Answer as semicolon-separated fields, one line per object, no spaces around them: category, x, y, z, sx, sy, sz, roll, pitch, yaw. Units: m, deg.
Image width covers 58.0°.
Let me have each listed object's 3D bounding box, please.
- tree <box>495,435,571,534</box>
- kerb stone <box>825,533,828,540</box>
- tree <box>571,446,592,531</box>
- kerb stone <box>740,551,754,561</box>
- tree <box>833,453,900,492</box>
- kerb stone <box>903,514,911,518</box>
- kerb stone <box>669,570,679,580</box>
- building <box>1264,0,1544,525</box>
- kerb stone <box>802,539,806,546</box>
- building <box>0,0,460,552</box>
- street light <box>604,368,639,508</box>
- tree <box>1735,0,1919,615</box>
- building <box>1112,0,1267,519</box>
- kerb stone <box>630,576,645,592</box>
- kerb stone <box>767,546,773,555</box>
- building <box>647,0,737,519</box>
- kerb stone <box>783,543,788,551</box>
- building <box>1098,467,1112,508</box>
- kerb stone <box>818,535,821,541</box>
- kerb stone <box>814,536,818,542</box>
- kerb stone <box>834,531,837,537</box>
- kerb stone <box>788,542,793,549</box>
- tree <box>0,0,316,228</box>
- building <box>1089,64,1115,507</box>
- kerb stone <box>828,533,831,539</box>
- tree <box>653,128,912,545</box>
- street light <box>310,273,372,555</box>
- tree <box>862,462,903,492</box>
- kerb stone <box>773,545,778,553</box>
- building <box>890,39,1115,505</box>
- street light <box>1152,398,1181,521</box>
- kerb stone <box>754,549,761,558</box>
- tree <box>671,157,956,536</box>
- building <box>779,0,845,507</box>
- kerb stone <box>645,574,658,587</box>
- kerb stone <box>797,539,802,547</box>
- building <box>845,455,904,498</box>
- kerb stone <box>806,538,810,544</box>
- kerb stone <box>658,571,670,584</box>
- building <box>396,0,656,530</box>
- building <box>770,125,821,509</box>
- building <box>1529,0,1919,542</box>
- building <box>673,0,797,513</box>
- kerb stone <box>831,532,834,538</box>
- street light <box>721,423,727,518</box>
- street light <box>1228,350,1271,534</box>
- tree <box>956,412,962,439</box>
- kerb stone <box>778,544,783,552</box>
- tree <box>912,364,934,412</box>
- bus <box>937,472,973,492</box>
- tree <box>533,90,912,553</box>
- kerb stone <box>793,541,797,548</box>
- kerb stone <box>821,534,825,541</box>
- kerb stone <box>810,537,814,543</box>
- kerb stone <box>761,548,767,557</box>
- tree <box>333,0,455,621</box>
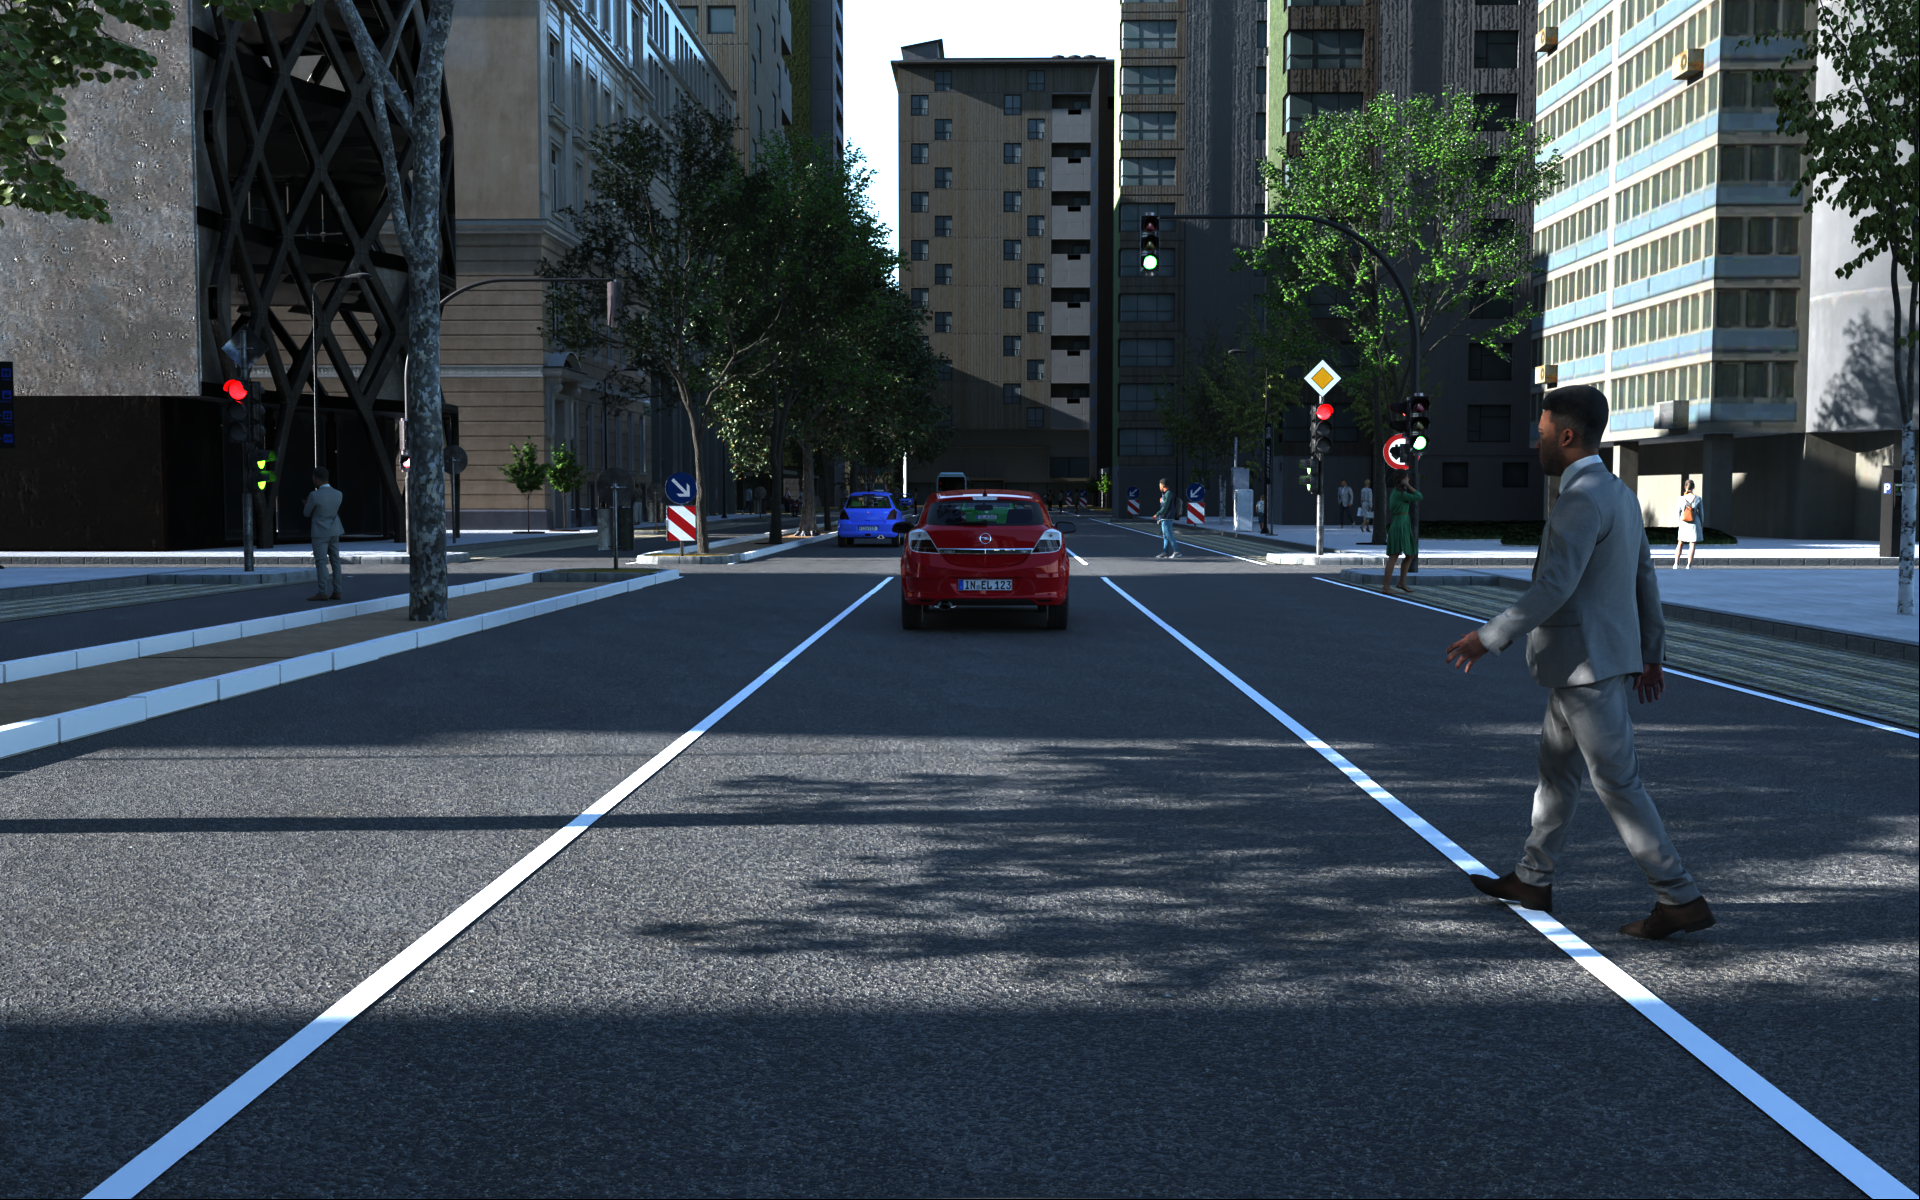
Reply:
tree;-13.996;-3.782;56.441;1.663;3.219;1.824;0;3;0
kerb stone;-4.312;-1.950;54.071;0.120;0.150;1.000;0;4;1
tree;-13.516;-3.982;59.710;1.663;3.219;1.824;0;3;0
kerb stone;-4.658;-0.945;37.658;0.120;0.150;1.000;0;4;1
tree;-4.763;-8.647;94.205;4.360;8.622;3.978;0;3;0
kerb stone;-3.232;-5.148;106.360;0.120;0.150;1.000;0;4;1
kerb stone;-4.839;-0.407;28.908;0.120;0.150;1.000;0;4;1
building;20.484;-18.698;77.412;14.160;30.474;14.107;0;4;1
kerb stone;-4.447;-1.568;47.905;0.120;0.150;1.000;0;4;1
building;-22.647;-10.945;46.395;16.820;18.784;16.811;0;4;1
street light;-12.513;-5.583;63.825;1.470;5.913;1.316;0;4;1
tree;10.190;-4.137;18.004;4.737;8.622;4.395;0;3;0
building;16.145;-25.698;103.764;14.154;41.232;14.086;0;4;1
kerb stone;-4.893;-0.223;25.838;0.120;0.150;1.000;0;4;1
kerb stone;-4.591;-1.133;40.725;0.120;0.150;1.000;0;4;1
building;-20.065;-19.487;96.112;11.434;29.767;29.804;0;4;1
kerb stone;-4.533;-1.322;43.804;0.120;0.150;1.000;0;4;1
building;23.808;-44.121;159.635;20.563;71.187;20.611;0;4;1
kerb stone;-4.357;-1.823;52.007;0.120;0.150;1.000;0;4;1
kerb stone;-4.373;-1.760;50.977;0.120;0.150;1.000;0;4;1
kerb stone;-4.255;-2.138;57.151;0.120;0.150;1.000;0;4;1
kerb stone;-4.510;-1.384;44.830;0.120;0.150;1.000;0;4;1
tree;-6.420;-5.308;7.371;7.486;12.596;7.792;0;3;0
building;20.653;-32.284;177.961;14.600;45.320;14.200;0;4;1
kerb stone;-4.292;-2.013;55.100;0.120;0.150;1.000;0;4;1
tree;-5.129;-7.369;48.700;9.928;11.665;9.643;0;3;0
street light;-13.042;-3.914;36.543;1.470;5.913;1.316;0;4;1
tree;-4.536;-8.363;89.560;4.737;8.622;4.395;0;3;0
kerb stone;-4.567;-1.192;41.748;0.120;0.150;1.000;0;4;1
building;6.229;-37.954;209.786;27.495;52.752;28.713;0;4;1
street light;9.971;-6.804;83.791;1.470;5.913;1.316;0;4;1
kerb stone;-4.634;-1.008;38.680;0.120;0.150;1.000;0;4;1
tree;-5.155;-8.514;58.671;9.611;12.733;9.660;0;3;0
building;-26.107;-38.734;175.297;28.212;58.520;21.231;0;4;1
kerb stone;-4.889;-0.282;26.861;0.120;0.150;1.000;0;4;1
kerb stone;-4.464;-1.510;46.878;0.120;0.150;1.000;0;4;1
building;-21.987;-22.328;210.103;28.899;21.520;27.650;0;4;1
kerb stone;-4.434;-1.631;48.927;0.120;0.150;1.000;0;4;1
kerb stone;-4.857;-0.340;27.882;0.120;0.150;1.000;0;4;1
building;-20.737;-17.418;70.696;13.634;28.700;20.117;0;4;1
building;-28.985;-28.104;151.380;32.217;40.220;23.993;0;4;1
building;32.692;-22.129;53.692;23.993;40.220;32.217;0;4;1
building;-26.768;-32.784;125.250;28.713;52.752;27.495;0;4;1
kerb stone;-4.269;-2.075;56.129;0.120;0.150;1.000;0;4;1
street light;-11.986;-7.298;91.868;1.470;5.913;1.316;0;4;1
street light;9.334;-5.096;55.860;1.470;5.913;1.316;0;4;1
tree;-4.783;-9.677;77.690;9.611;12.733;9.660;0;3;0
kerb stone;-4.551;-1.259;42.779;0.120;0.150;1.000;0;4;1
tree;-5.111;-7.985;67.427;8.767;10.594;7.601;0;4;1
bus;-0.472;-9.733;153.986;2.948;3.499;13.247;0;4;2
tree;-5.713;-6.235;38.811;8.767;10.594;7.601;0;4;1
kerb stone;-4.489;-1.446;45.856;0.120;0.150;1.000;0;4;1
kerb stone;-4.336;-1.884;53.042;0.120;0.150;1.000;0;4;1
kerb stone;-4.400;-1.697;49.948;0.120;0.150;1.000;0;4;1
kerb stone;-4.615;-1.070;39.703;0.120;0.150;1.000;0;4;1
tree;-7.211;-9.879;19.872;12.611;20.169;13.585;0;3;0
